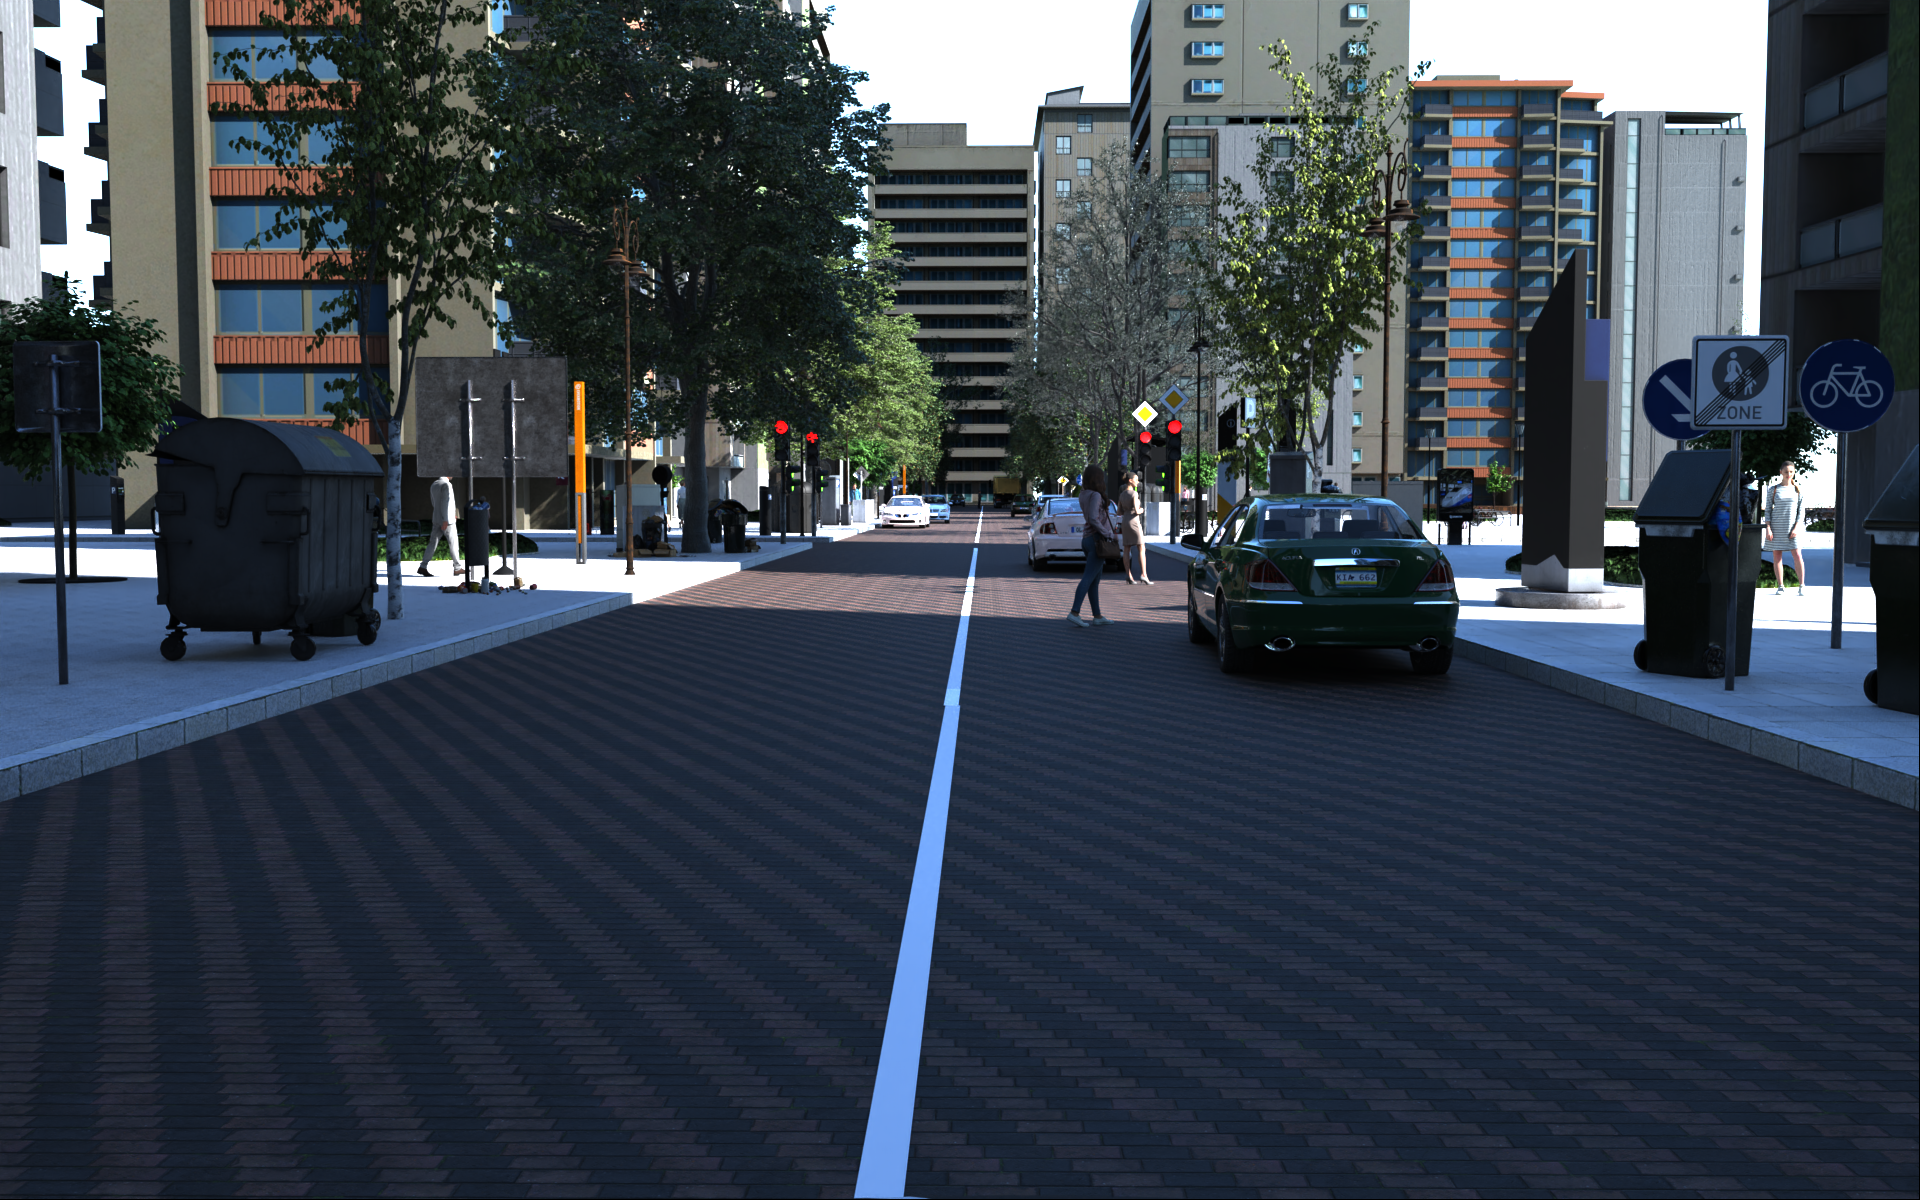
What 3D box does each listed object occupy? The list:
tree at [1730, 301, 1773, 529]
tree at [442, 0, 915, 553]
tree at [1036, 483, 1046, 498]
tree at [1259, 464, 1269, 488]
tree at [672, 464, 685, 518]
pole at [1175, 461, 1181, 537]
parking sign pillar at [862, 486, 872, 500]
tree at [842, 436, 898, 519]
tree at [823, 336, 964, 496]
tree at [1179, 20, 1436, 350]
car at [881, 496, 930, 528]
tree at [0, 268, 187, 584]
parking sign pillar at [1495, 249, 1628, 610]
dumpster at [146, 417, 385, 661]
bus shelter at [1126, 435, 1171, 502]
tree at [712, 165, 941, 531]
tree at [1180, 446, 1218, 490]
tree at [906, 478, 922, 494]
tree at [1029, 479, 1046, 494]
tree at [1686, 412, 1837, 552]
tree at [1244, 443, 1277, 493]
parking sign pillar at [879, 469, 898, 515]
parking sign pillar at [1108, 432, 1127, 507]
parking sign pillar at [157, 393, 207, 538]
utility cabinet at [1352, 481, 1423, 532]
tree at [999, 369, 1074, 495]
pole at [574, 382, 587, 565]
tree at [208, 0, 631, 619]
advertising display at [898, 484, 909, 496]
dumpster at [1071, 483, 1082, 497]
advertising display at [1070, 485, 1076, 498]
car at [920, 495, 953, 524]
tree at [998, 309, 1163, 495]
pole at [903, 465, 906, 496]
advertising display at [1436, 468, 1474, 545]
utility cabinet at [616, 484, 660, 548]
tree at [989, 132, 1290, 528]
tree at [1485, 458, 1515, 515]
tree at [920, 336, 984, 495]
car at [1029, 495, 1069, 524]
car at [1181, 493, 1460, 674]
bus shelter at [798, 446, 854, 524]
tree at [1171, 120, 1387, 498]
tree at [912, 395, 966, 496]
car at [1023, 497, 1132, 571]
[{"bbox_3d":[29.706,-6.950,64.003,4.360,8.622,3.978,0,3,0],"label":"tree"},{"bbox_3d":[-5.899,-8.008,37.580,9.857,13.997,8.962,0,3,0],"label":"tree"},{"bbox_3d":[8.810,-14.994,195.511,4.360,8.622,3.978,0,3,0],"label":"tree"},{"bbox_3d":[17.809,-6.216,96.236,1.663,3.219,1.824,0,3,0],"label":"tree"},{"bbox_3d":[-15.961,-6.048,93.491,1.663,3.219,1.824,0,3,0],"label":"tree"},{"bbox_3d":[6.528,-3.558,52.017,0.158,3.312,0.155,0,3,0],"label":"pole"},{"bbox_3d":[-5.603,-7.705,114.443,1.447,3.967,1.447,-2,4,-35],"label":"parking sign pillar"},{"bbox_3d":[-4.850,-6.409,88.505,4.285,4.588,4.351,0,3,0],"label":"tree"},{"bbox_3d":[-4.750,-12.681,124.345,9.611,12.733,9.660,0,3,0],"label":"tree"},{"bbox_3d":[5.658,-4.729,27.675,4.737,8.622,4.395,0,3,0],"label":"tree"},{"bbox_3d":[-2.291,-3.758,73.807,2.083,1.381,4.827,0,4,2],"label":"car"},{"bbox_3d":[-13.123,-2.544,25.316,4.285,4.588,4.351,0,3,0],"label":"tree"},{"bbox_3d":[6.900,-1.915,19.779,1.447,3.967,1.447,0,4,-5],"label":"parking sign pillar"},{"bbox_3d":[-5.554,-0.502,13.964,1.264,1.857,1.865,0,4,1],"label":"dumpster"},{"bbox_3d":[7.844,-4.910,71.564,1.731,3.624,6.357,0,4,1],"label":"bus shelter"},{"bbox_3d":[-5.208,-8.669,59.858,7.486,12.596,7.792,0,3,0],"label":"tree"},{"bbox_3d":[16.158,-8.197,117.726,4.285,4.588,4.351,0,3,0],"label":"tree"},{"bbox_3d":[-4.322,-10.500,166.272,1.663,3.219,1.824,0,3,0],"label":"tree"},{"bbox_3d":[7.675,-10.794,171.089,1.663,3.219,1.824,0,3,0],"label":"tree"},{"bbox_3d":[18.170,-3.391,39.163,4.285,4.588,4.351,0,3,0],"label":"tree"},{"bbox_3d":[18.605,-7.360,104.052,4.285,4.588,4.351,0,3,0],"label":"tree"},{"bbox_3d":[-4.274,-7.284,107.567,1.447,3.967,1.447,1,4,19],"label":"parking sign pillar"},{"bbox_3d":[6.889,-5.350,75.947,1.447,3.967,1.447,-1,4,-15],"label":"parking sign pillar"},{"bbox_3d":[-19.342,-3.354,43.311,1.447,3.967,1.447,-1,4,-15],"label":"parking sign pillar"},{"bbox_3d":[7.283,-1.275,29.528,1.173,1.500,0.318,1,4,15],"label":"utility cabinet"},{"bbox_3d":[8.301,-15.576,161.325,9.857,13.997,8.962,0,3,0],"label":"tree"},{"bbox_3d":[-6.908,-2.304,31.512,0.158,3.312,0.155,0,3,0],"label":"pole"},{"bbox_3d":[-5.719,-4.123,17.768,4.737,8.622,4.395,0,3,0],"label":"tree"},{"bbox_3d":[-3.828,-6.659,114.095,0.974,1.923,0.123,2,4,26],"label":"advertising display"},{"bbox_3d":[7.806,-6.509,108.923,1.502,2.255,1.985,0,4,1],"label":"dumpster"},{"bbox_3d":[7.955,-6.878,117.674,0.974,1.923,0.123,-1,4,-18],"label":"advertising display"},{"bbox_3d":[-1.382,-4.513,85.785,2.014,1.417,4.499,0,4,-1],"label":"car"},{"bbox_3d":[7.174,-11.173,99.688,9.611,12.733,9.660,0,3,0],"label":"tree"},{"bbox_3d":[-3.583,-7.186,111.335,0.158,3.312,0.155,0,3,0],"label":"pole"},{"bbox_3d":[12.477,-2.350,43.643,0.974,1.923,0.123,-1,4,-14],"label":"advertising display"},{"bbox_3d":[-7.348,-1.888,39.555,0.318,1.500,1.173,2,4,31],"label":"utility cabinet"},{"bbox_3d":[6.029,-9.141,59.818,12.009,13.543,11.850,0,3,0],"label":"tree"},{"bbox_3d":[28.273,-5.941,91.738,1.663,3.219,1.824,0,3,0],"label":"tree"},{"bbox_3d":[-2.721,-21.344,204.855,12.611,20.169,13.585,0,3,0],"label":"tree"},{"bbox_3d":[3.844,-3.642,71.542,2.014,1.417,4.499,0,4,1],"label":"car"},{"bbox_3d":[3.063,-0.212,15.268,2.131,1.459,4.920,0,4,3],"label":"car"},{"bbox_3d":[-6.112,-6.086,77.133,2.179,5.291,8.768,0,4,1],"label":"bus shelter"},{"bbox_3d":[6.609,-5.153,34.617,4.360,8.622,3.978,0,3,0],"label":"tree"},{"bbox_3d":[-3.894,-13.169,149.721,7.601,10.594,8.767,3,5,42],"label":"tree"},{"bbox_3d":[2.288,-1.303,33.662,2.083,1.381,4.827,0,4,0],"label":"car"}]
